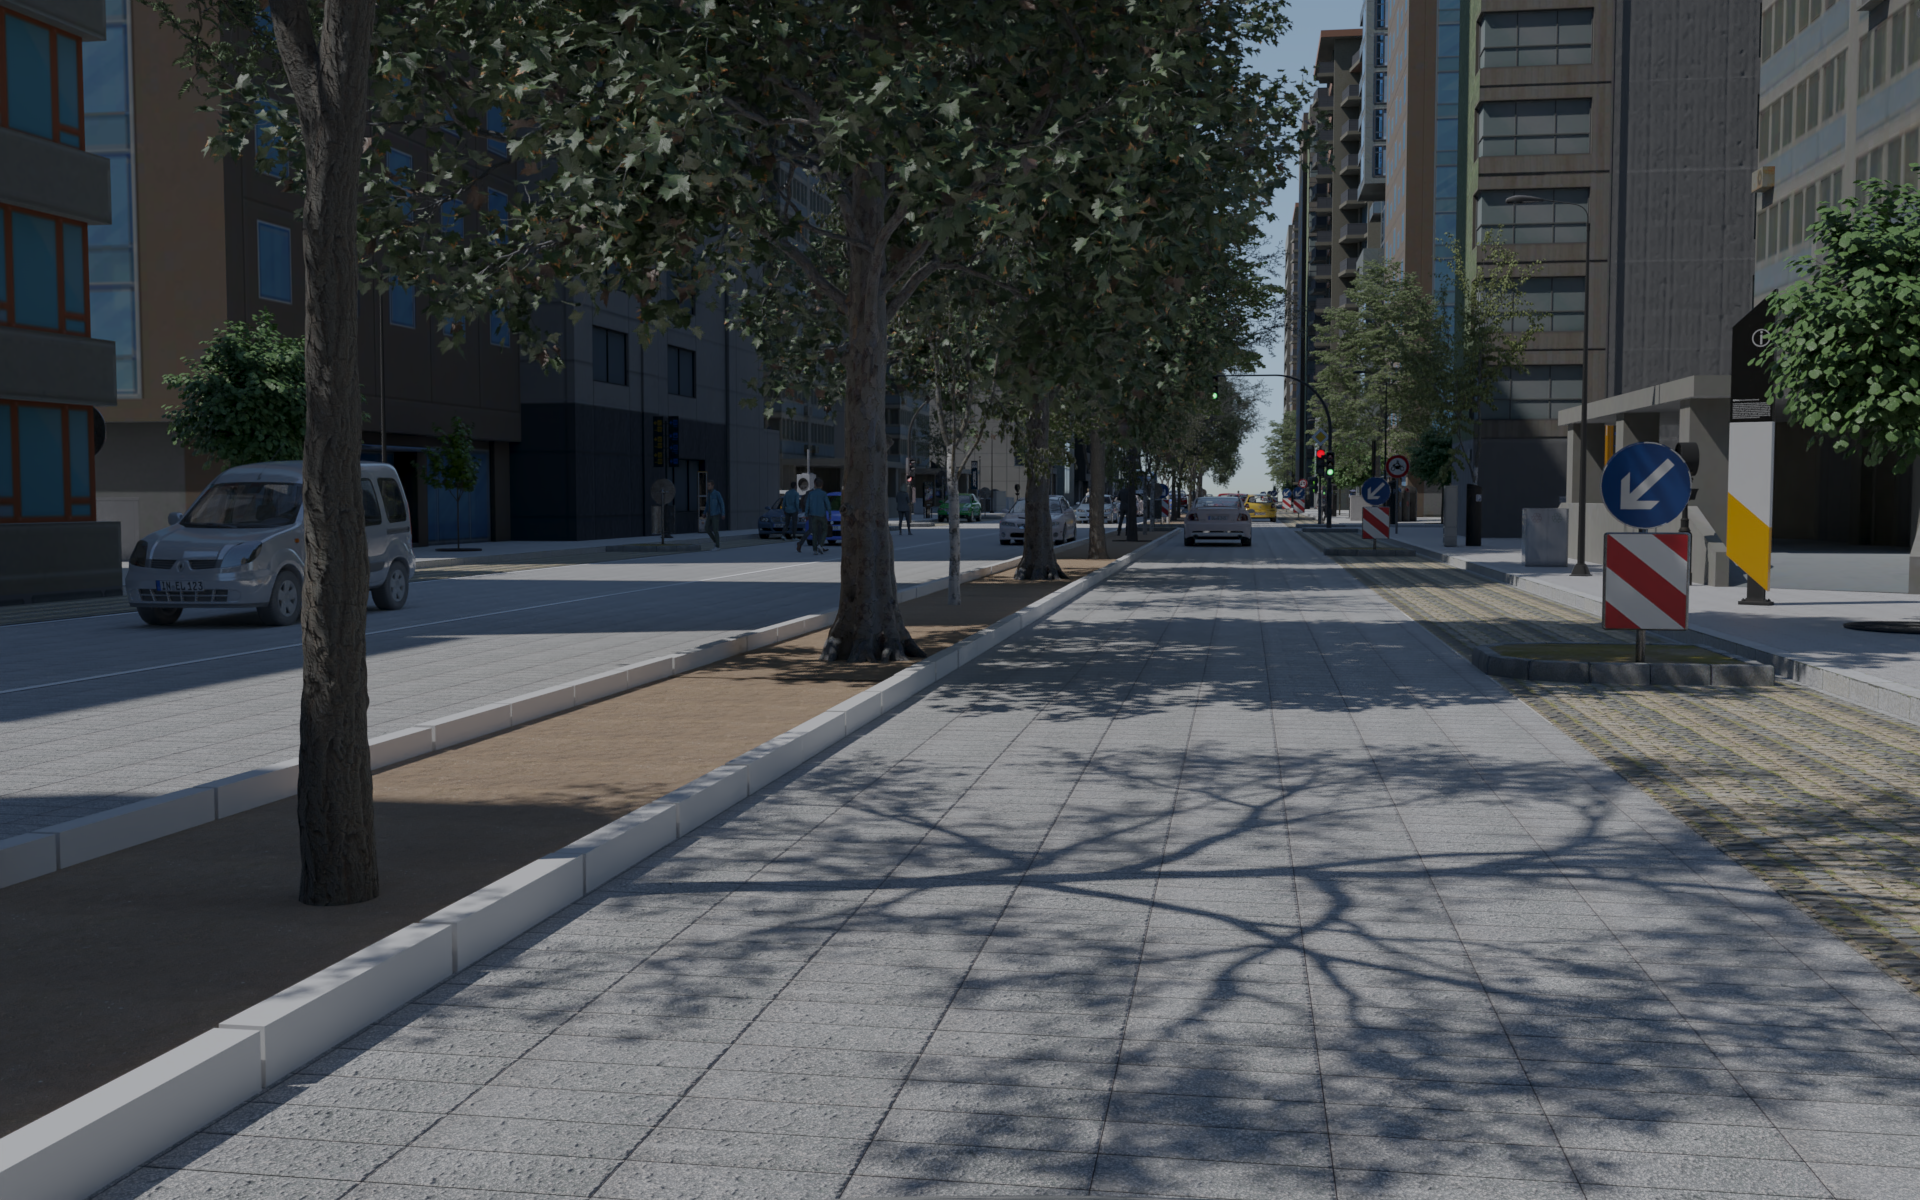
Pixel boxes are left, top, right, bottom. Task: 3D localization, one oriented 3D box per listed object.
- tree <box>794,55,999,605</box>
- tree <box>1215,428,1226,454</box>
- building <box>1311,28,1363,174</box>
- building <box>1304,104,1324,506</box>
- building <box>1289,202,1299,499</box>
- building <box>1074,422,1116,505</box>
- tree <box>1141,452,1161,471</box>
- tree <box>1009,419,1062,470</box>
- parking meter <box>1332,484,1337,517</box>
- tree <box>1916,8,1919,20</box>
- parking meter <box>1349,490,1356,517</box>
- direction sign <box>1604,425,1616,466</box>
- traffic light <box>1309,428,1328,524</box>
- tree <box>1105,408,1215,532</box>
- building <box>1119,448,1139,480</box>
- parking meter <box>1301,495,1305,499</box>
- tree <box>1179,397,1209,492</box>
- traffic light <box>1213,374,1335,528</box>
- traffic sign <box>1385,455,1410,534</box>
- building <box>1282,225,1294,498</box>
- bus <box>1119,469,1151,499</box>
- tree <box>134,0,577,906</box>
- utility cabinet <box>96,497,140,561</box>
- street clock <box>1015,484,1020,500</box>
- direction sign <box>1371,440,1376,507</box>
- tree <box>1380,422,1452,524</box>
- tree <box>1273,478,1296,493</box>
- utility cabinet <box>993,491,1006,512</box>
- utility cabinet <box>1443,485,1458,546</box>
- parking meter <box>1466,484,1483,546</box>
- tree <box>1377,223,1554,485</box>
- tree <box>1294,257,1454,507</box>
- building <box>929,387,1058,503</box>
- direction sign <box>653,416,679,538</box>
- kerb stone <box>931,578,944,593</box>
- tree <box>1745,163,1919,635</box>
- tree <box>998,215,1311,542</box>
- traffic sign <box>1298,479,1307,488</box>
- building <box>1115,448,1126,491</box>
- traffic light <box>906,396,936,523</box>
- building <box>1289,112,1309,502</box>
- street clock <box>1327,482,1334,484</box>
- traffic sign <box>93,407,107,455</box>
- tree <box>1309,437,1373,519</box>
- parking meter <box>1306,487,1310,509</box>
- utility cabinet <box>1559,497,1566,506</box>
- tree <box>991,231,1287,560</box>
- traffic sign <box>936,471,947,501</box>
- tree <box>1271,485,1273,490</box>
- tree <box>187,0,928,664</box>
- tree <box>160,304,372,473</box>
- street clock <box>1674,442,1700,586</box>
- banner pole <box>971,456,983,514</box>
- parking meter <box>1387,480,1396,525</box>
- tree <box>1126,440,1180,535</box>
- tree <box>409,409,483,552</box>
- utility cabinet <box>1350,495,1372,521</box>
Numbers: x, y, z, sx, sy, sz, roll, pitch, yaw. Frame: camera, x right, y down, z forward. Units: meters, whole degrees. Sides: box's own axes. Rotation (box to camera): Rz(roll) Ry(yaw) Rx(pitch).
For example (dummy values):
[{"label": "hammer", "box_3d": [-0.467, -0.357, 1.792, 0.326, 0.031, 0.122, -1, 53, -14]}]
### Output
[{"label": "tree", "box_3d": [-0.095, -4.217, 21.772, 4.360, 8.622, 3.978, 0, 3, 0]}, {"label": "tree", "box_3d": [16.023, -10.057, 117.255, 4.737, 8.622, 4.395, 0, 3, 0]}, {"label": "building", "box_3d": [44.171, -31.025, 161.878, 22.147, 44.769, 28.867, 1, 4, 9]}, {"label": "building", "box_3d": [43.797, -30.596, 183.838, 14.154, 41.232, 14.086, 1, 4, 9]}, {"label": "building", "box_3d": [59.452, -36.570, 252.540, 22.147, 44.769, 28.867, 1, 4, 9]}, {"label": "building", "box_3d": [14.260, -28.784, 242.316, 14.160, 30.474, 14.107, 1, 4, 9]}, {"label": "tree", "box_3d": [32.978, -23.363, 307.734, 9.928, 11.665, 9.643, 0, 3, 0]}, {"label": "tree", "box_3d": [6.807, -11.920, 145.250, 4.737, 8.622, 4.395, 0, 3, 0]}, {"label": "parking meter", "box_3d": [21.060, -5.622, 97.636, 0.255, 1.863, 0.399, -1, 4, -15]}, {"label": "tree", "box_3d": [6.652, -3.520, 7.908, 4.360, 8.622, 3.978, 0, 3, 0]}, {"label": "parking meter", "box_3d": [21.640, -5.326, 95.493, 0.372, 1.533, 0.369, 0, 3, 0]}, {"label": "direction sign", "box_3d": [18.124, -3.451, 48.416, 0.876, 3.537, 0.379, 1, 4, 13]}, {"label": "traffic light", "box_3d": [15.226, -5.162, 73.318, 0.839, 4.253, 0.868, 1, 4, 9]}, {"label": "tree", "box_3d": [7.230, -6.880, 65.307, 4.737, 8.622, 4.395, 0, 3, 0]}, {"label": "building", "box_3d": [19.091, -40.802, 290.821, 21.300, 48.544, 21.600, 1, 4, 9]}, {"label": "parking meter", "box_3d": [27.711, -8.048, 139.998, 0.372, 1.533, 0.369, 0, 3, 0]}, {"label": "tree", "box_3d": [6.443, -6.557, 60.031, 4.360, 8.622, 3.978, 0, 3, 0]}, {"label": "traffic light", "box_3d": [11.858, -5.564, 65.633, 4.771, 5.953, 1.251, 1, 4, 9]}, {"label": "traffic sign", "box_3d": [14.120, -3.415, 55.947, 0.768, 2.556, 0.104, 1, 4, 13]}, {"label": "building", "box_3d": [65.603, -40.844, 291.495, 21.300, 48.544, 21.600, 1, 4, 9]}, {"label": "bus", "box_3d": [18.128, -11.338, 176.925, 2.896, 3.916, 12.252, 1, 4, 9]}, {"label": "tree", "box_3d": [-2.272, -4.195, 5.456, 8.767, 10.594, 7.601, 1, 4, 9]}, {"label": "utility cabinet", "box_3d": [-16.166, -1.335, 32.986, 0.306, 1.237, 1.020, 2, 4, 28]}, {"label": "street clock", "box_3d": [4.198, -7.468, 126.678, 0.358, 2.002, 0.471, 2, 4, 30]}, {"label": "direction sign", "box_3d": [17.560, -4.988, 73.548, 0.379, 3.537, 0.876, 1, 4, 23]}, {"label": "tree", "box_3d": [20.738, -5.536, 74.219, 4.285, 4.588, 4.351, 0, 3, 0]}, {"label": "tree", "box_3d": [41.067, -13.716, 218.853, 1.663, 3.219, 1.824, 0, 3, 0]}, {"label": "utility cabinet", "box_3d": [2.793, -6.971, 122.657, 0.318, 1.500, 1.173, 3, 4, 37]}, {"label": "utility cabinet", "box_3d": [12.039, -2.073, 42.567, 0.318, 1.500, 1.173, 1, 4, 14]}, {"label": "parking meter", "box_3d": [12.652, -2.093, 42.638, 0.372, 1.533, 0.369, 0, 3, 0]}, {"label": "tree", "box_3d": [13.767, -5.909, 46.970, 4.737, 8.622, 4.395, 0, 3, 0]}, {"label": "tree", "box_3d": [20.524, -10.097, 83.219, 7.486, 12.596, 7.792, 0, 3, 0]}, {"label": "building", "box_3d": [-1.453, -44.259, 161.882, 20.563, 71.187, 20.611, 1, 4, 9]}, {"label": "direction sign", "box_3d": [-8.532, -3.568, 50.331, 0.876, 3.537, 0.379, 2, 4, 24]}, {"label": "kerb stone", "box_3d": [-0.414, -0.188, 25.272, 0.120, 0.150, 1.000, 1, 4, 9]}, {"label": "tree", "box_3d": [9.133, -1.984, 16.156, 4.285, 4.588, 4.351, 0, 3, 0]}, {"label": "tree", "box_3d": [5.160, -8.495, 51.713, 12.009, 13.543, 11.850, 0, 3, 0]}, {"label": "traffic sign", "box_3d": [28.682, -8.859, 144.957, 0.768, 2.556, 0.104, 1, 4, 17]}, {"label": "building", "box_3d": [13.908, -39.477, 265.051, 23.786, 49.044, 30.456, 1, 4, 9]}, {"label": "traffic light", "box_3d": [-0.128, -6.188, 75.840, 4.771, 5.953, 1.251, 1, 4, 9]}, {"label": "building", "box_3d": [45.851, -33.522, 198.192, 14.600, 45.320, 14.200, 1, 4, 9]}, {"label": "street clock", "box_3d": [21.535, -5.878, 100.668, 0.471, 2.002, 0.358, -3, 5, -41]}, {"label": "traffic sign", "box_3d": [-12.403, -1.493, 24.522, 0.768, 2.556, 0.104, 1, 4, 18]}, {"label": "tree", "box_3d": [21.002, -6.559, 90.959, 4.285, 4.588, 4.351, 0, 3, 0]}, {"label": "parking meter", "box_3d": [29.276, -8.561, 145.682, 0.255, 1.863, 0.399, 2, 4, 34]}, {"label": "utility cabinet", "box_3d": [15.296, -1.937, 42.824, 1.020, 1.237, 0.306, -2, 4, -25]}, {"label": "tree", "box_3d": [3.045, -7.123, 37.053, 7.486, 12.596, 7.792, 0, 3, 0]}, {"label": "traffic sign", "box_3d": [-0.949, -5.779, 94.597, 0.768, 2.556, 0.104, 1, 4, 17]}, {"label": "tree", "box_3d": [53.397, -18.316, 294.064, 1.663, 3.219, 1.824, 0, 3, 0]}, {"label": "tree", "box_3d": [-0.820, -5.819, 14.600, 9.611, 12.733, 9.660, 0, 3, 0]}, {"label": "tree", "box_3d": [-11.952, -2.832, 30.022, 4.285, 4.588, 4.351, 0, 3, 0]}, {"label": "street clock", "box_3d": [10.150, -1.203, 24.247, 0.358, 2.002, 0.471, 0, 4, 8]}, {"label": "banner pole", "box_3d": [1.099, -7.589, 114.098, 0.863, 3.779, 0.401, 1, 4, 23]}, {"label": "parking meter", "box_3d": [18.175, -4.111, 72.924, 0.399, 1.863, 0.255, -3, 5, -40]}, {"label": "tree", "box_3d": [3.307, -5.529, 43.221, 4.360, 8.622, 3.978, 0, 3, 0]}, {"label": "tree", "box_3d": [-11.273, -2.721, 39.088, 1.663, 3.219, 1.824, 0, 3, 0]}, {"label": "utility cabinet", "box_3d": [19.214, -4.391, 82.948, 1.020, 1.237, 0.306, 0, 4, 2]}]
